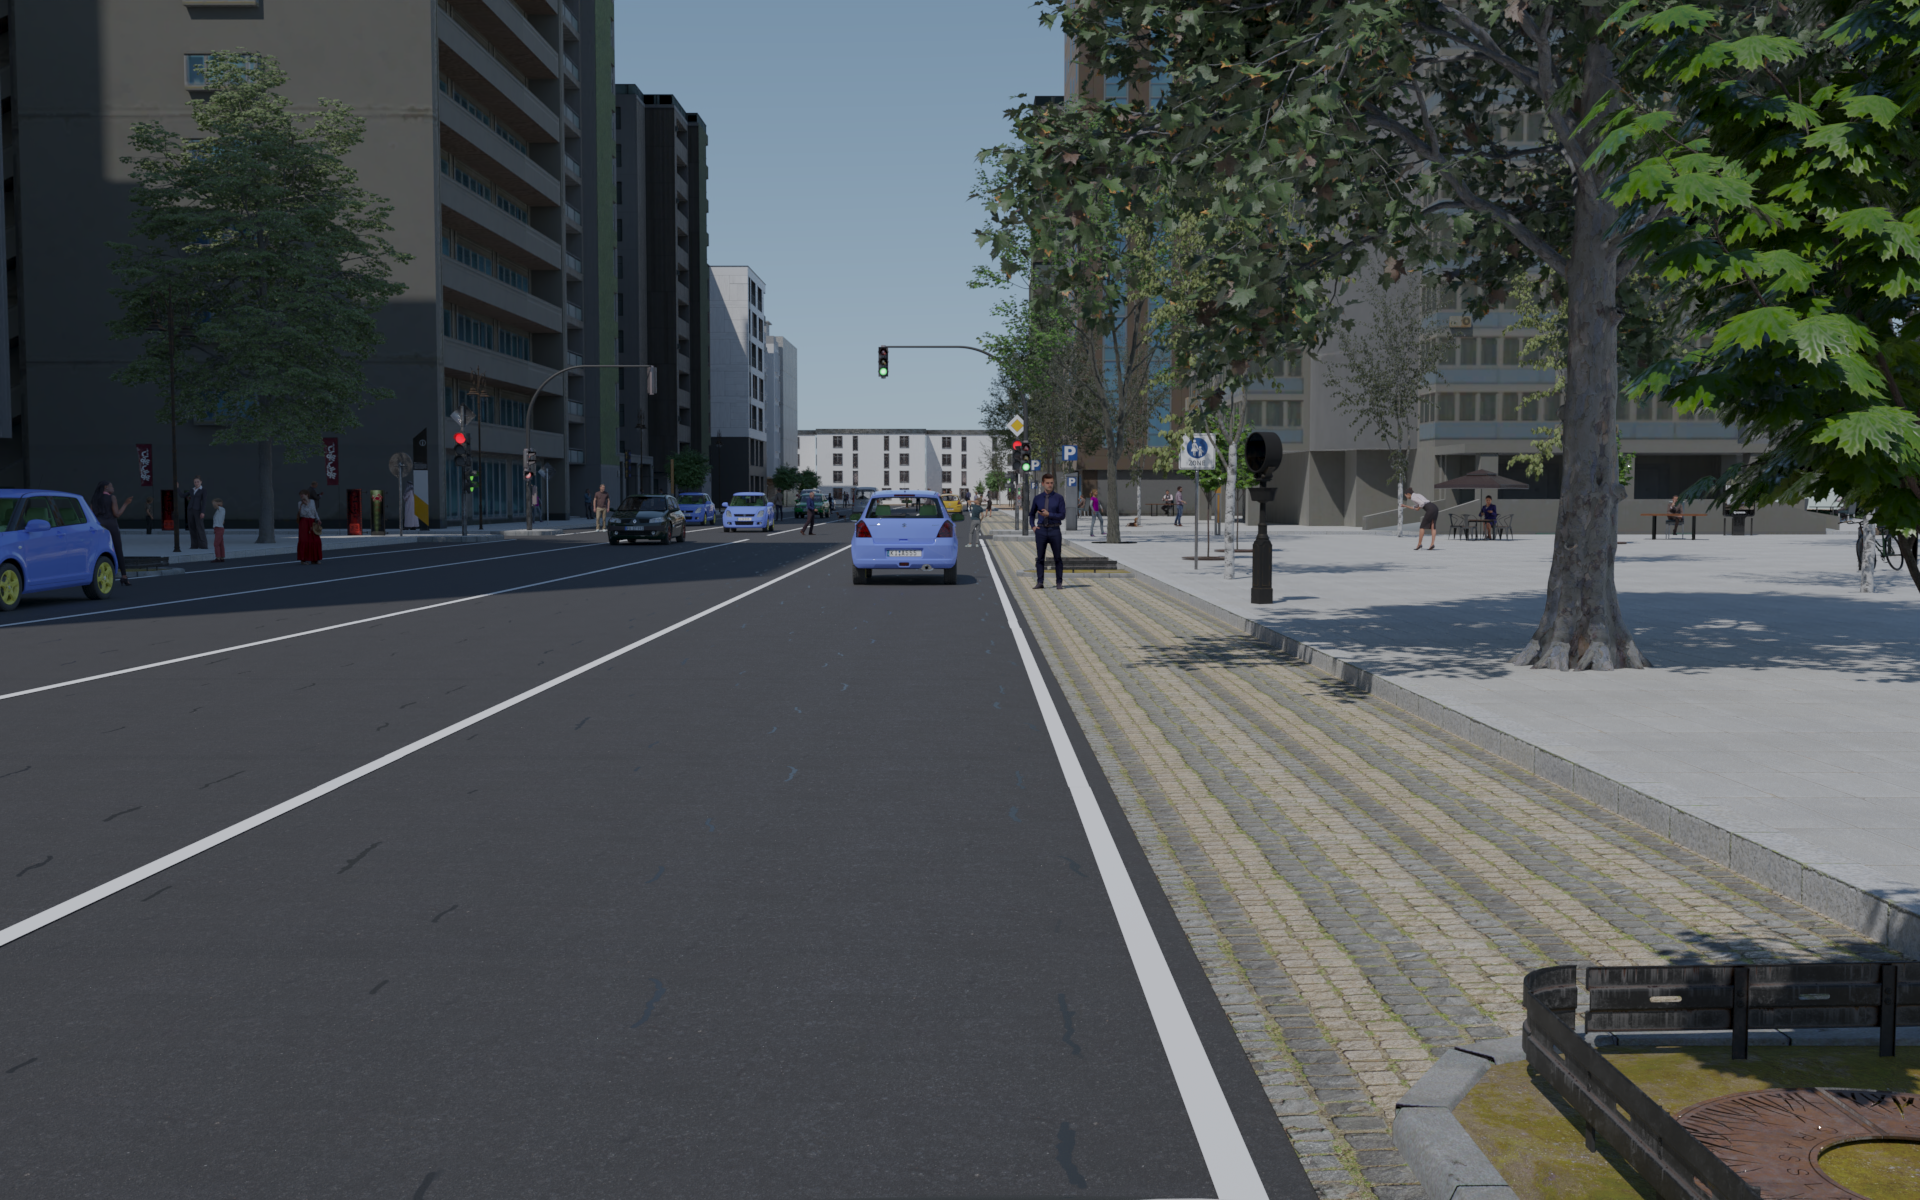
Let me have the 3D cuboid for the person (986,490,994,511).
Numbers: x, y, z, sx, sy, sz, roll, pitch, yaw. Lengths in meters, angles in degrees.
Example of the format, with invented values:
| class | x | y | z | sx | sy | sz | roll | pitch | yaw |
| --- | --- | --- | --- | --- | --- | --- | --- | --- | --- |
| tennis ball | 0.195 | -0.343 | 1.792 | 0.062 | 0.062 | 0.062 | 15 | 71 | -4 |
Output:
| class | x | y | z | sx | sy | sz | roll | pitch | yaw |
| --- | --- | --- | --- | --- | --- | --- | --- | --- | --- |
| person | 2.446 | -8.164 | 142.767 | 0.721 | 1.735 | 1.217 | 3 | 4 | 38 |

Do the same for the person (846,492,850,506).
| class | x | y | z | sx | sy | sz | roll | pitch | yaw |
| --- | --- | --- | --- | --- | --- | --- | --- | --- | --- |
| person | -13.649 | -12.238 | 209.515 | 0.530 | 1.710 | 0.541 | -3 | 5 | -41 |

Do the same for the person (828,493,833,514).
| class | x | y | z | sx | sy | sz | roll | pitch | yaw |
| --- | --- | --- | --- | --- | --- | --- | --- | --- | --- |
| person | -9.535 | -7.034 | 126.049 | 0.613 | 1.512 | 0.480 | 0 | 4 | 0 |

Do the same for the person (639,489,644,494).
| class | x | y | z | sx | sy | sz | roll | pitch | yaw |
| --- | --- | --- | --- | --- | --- | --- | --- | --- | --- |
| person | -17.868 | -5.464 | 97.345 | 0.963 | 1.587 | 0.435 | 3 | 5 | 42 |

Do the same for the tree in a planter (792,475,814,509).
| class | x | y | z | sx | sy | sz | roll | pitch | yaw |
| --- | --- | --- | --- | --- | --- | --- | --- | --- | --- |
| tree in a planter | -14.743 | -10.137 | 162.969 | 1.991 | 3.239 | 1.994 | 0 | 3 | 0 |

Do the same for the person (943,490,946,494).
| class | x | y | z | sx | sy | sz | roll | pitch | yaw |
| --- | --- | --- | --- | --- | --- | --- | --- | --- | --- |
| person | -1.218 | -7.648 | 134.246 | 0.504 | 1.737 | 0.576 | -2 | 4 | -26 |

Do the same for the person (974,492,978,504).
| class | x | y | z | sx | sy | sz | roll | pitch | yaw |
| --- | --- | --- | --- | --- | --- | --- | --- | --- | --- |
| person | 1.040 | -6.136 | 110.882 | 0.319 | 1.574 | 0.516 | -1 | 4 | -13 |

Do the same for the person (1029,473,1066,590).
| class | x | y | z | sx | sy | sz | roll | pitch | yaw |
| --- | --- | --- | --- | --- | --- | --- | --- | --- | --- |
| person | 1.295 | -1.020 | 25.878 | 0.576 | 1.737 | 0.504 | 1 | 4 | 9 |

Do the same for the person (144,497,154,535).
| class | x | y | z | sx | sy | sz | roll | pitch | yaw |
| --- | --- | --- | --- | --- | --- | --- | --- | --- | --- |
| person | -26.799 | -2.746 | 57.314 | 0.340 | 1.345 | 0.435 | -3 | 5 | -43 |

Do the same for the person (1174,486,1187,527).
| class | x | y | z | sx | sy | sz | roll | pitch | yaw |
| --- | --- | --- | --- | --- | --- | --- | --- | --- | --- |
| person | 8.625 | -3.661 | 67.861 | 0.435 | 1.587 | 0.963 | 0 | 4 | -8 |

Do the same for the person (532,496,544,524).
| class | x | y | z | sx | sy | sz | roll | pitch | yaw |
| --- | --- | --- | --- | --- | --- | --- | --- | --- | --- |
| person | -18.335 | -4.040 | 75.335 | 0.776 | 1.435 | 0.726 | 2 | 4 | 35 |

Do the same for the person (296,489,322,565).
| class | x | y | z | sx | sy | sz | roll | pitch | yaw |
| --- | --- | --- | --- | --- | --- | --- | --- | --- | --- |
| person | -13.260 | -1.485 | 35.255 | 0.387 | 1.526 | 0.523 | 3 | 5 | 41 |

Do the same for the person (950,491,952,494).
| class | x | y | z | sx | sy | sz | roll | pitch | yaw |
| --- | --- | --- | --- | --- | --- | --- | --- | --- | --- |
| person | -0.851 | -9.774 | 168.827 | 0.617 | 1.759 | 0.750 | 0 | 4 | 6 |

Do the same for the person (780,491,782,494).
| class | x | y | z | sx | sy | sz | roll | pitch | yaw |
| --- | --- | --- | --- | --- | --- | --- | --- | --- | --- |
| person | -18.682 | -10.551 | 179.372 | 0.721 | 1.723 | 1.217 | 0 | 4 | -6 |

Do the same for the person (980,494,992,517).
| class | x | y | z | sx | sy | sz | roll | pitch | yaw |
| --- | --- | --- | --- | --- | --- | --- | --- | --- | --- |
| person | 1.563 | -5.765 | 105.943 | 0.799 | 1.438 | 0.628 | -2 | 4 | -27 |

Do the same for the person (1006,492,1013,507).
| class | x | y | z | sx | sy | sz | roll | pitch | yaw |
| --- | --- | --- | --- | --- | --- | --- | --- | --- | --- |
| person | 5.120 | -10.251 | 174.370 | 1.217 | 1.735 | 0.721 | 1 | 4 | 19 |

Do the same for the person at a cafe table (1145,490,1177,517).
| class | x | y | z | sx | sy | sz | roll | pitch | yaw |
| --- | --- | --- | --- | --- | --- | --- | --- | --- | --- |
| person at a cafe table | 11.727 | -5.543 | 99.139 | 1.698 | 1.524 | 1.622 | 2 | 4 | 31 |

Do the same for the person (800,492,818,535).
| class | x | y | z | sx | sy | sz | roll | pitch | yaw |
| --- | --- | --- | --- | --- | --- | --- | --- | --- | --- |
| person | -5.192 | -3.015 | 60.494 | 0.600 | 1.496 | 0.574 | 3 | 4 | 36 |

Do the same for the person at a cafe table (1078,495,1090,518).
| class | x | y | z | sx | sy | sz | roll | pitch | yaw |
| --- | --- | --- | --- | --- | --- | --- | --- | --- | --- |
| person at a cafe table | 6.020 | -4.934 | 91.539 | 1.726 | 1.238 | 1.698 | 2 | 4 | 33 |

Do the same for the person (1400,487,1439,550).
| class | x | y | z | sx | sy | sz | roll | pitch | yaw |
| --- | --- | --- | --- | --- | --- | --- | --- | --- | --- |
| person | 10.495 | -1.853 | 39.530 | 0.799 | 1.438 | 0.628 | 0 | 4 | 4 |

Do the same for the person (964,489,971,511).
| class | x | y | z | sx | sy | sz | roll | pitch | yaw |
| --- | --- | --- | --- | --- | --- | --- | --- | --- | --- |
| person | 0.618 | -8.384 | 145.454 | 0.599 | 1.838 | 0.709 | 3 | 5 | 41 |

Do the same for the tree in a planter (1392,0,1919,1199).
| class | x | y | z | sx | sy | sz | roll | pitch | yaw |
| --- | --- | --- | --- | --- | --- | --- | --- | --- | --- |
| tree in a planter | 1.940 | -0.373 | 3.319 | 1.991 | 3.239 | 1.994 | 0 | 3 | 0 |

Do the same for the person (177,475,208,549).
| class | x | y | z | sx | sy | sz | roll | pitch | yaw |
| --- | --- | --- | --- | --- | --- | --- | --- | --- | --- |
| person | -17.893 | -2.045 | 40.281 | 0.742 | 1.727 | 0.445 | -1 | 4 | -20 |

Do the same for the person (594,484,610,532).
| class | x | y | z | sx | sy | sz | roll | pitch | yaw |
| --- | --- | --- | --- | --- | --- | --- | --- | --- | --- |
| person | -13.635 | -3.502 | 65.886 | 0.598 | 1.807 | 0.434 | 0 | 4 | -6 |

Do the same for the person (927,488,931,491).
| class | x | y | z | sx | sy | sz | roll | pitch | yaw |
| --- | --- | --- | --- | --- | --- | --- | --- | --- | --- |
| person | -1.632 | -4.725 | 86.561 | 0.742 | 1.727 | 0.445 | -3 | 5 | -40 |

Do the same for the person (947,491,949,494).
| class | x | y | z | sx | sy | sz | roll | pitch | yaw |
| --- | --- | --- | --- | --- | --- | --- | --- | --- | --- |
| person | -1.006 | -9.114 | 158.228 | 0.721 | 1.735 | 1.217 | -1 | 4 | -22 |

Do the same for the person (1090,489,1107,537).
| class | x | y | z | sx | sy | sz | roll | pitch | yaw |
| --- | --- | --- | --- | --- | --- | --- | --- | --- | --- |
| person | 4.213 | -2.625 | 52.205 | 0.776 | 1.435 | 0.726 | 2 | 4 | 32 |

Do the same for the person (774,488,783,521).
| class | x | y | z | sx | sy | sz | roll | pitch | yaw |
| --- | --- | --- | --- | --- | --- | --- | --- | --- | --- |
| person | -9.786 | -5.137 | 93.026 | 0.617 | 1.759 | 0.750 | -2 | 4 | -27 |

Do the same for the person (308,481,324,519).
| class | x | y | z | sx | sy | sz | roll | pitch | yaw |
| --- | --- | --- | --- | --- | --- | --- | --- | --- | --- |
| person | -23.067 | -3.376 | 61.929 | 0.565 | 1.739 | 0.600 | 2 | 4 | 35 |

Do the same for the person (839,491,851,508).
| class | x | y | z | sx | sy | sz | roll | pitch | yaw |
| --- | --- | --- | --- | --- | --- | --- | --- | --- | --- |
| person | -11.860 | -10.353 | 178.491 | 1.217 | 1.735 | 0.721 | -1 | 4 | -20 |

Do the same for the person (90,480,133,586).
| class | x | y | z | sx | sy | sz | roll | pitch | yaw |
| --- | --- | --- | --- | --- | --- | --- | --- | --- | --- |
| person | -13.220 | -1.042 | 27.008 | 0.593 | 1.643 | 0.415 | -3 | 4 | -38 |

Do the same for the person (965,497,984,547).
| class | x | y | z | sx | sy | sz | roll | pitch | yaw |
| --- | --- | --- | --- | --- | --- | --- | --- | --- | --- |
| person | 0.395 | -2.115 | 46.984 | 0.435 | 1.345 | 0.340 | -2 | 4 | -24 |

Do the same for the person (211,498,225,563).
| class | x | y | z | sx | sy | sz | roll | pitch | yaw |
| --- | --- | --- | --- | --- | --- | --- | --- | --- | --- |
| person | -15.616 | -1.468 | 36.406 | 0.340 | 1.345 | 0.435 | -2 | 4 | -31 |

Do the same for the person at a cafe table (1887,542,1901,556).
| class | x | y | z | sx | sy | sz | roll | pitch | yaw |
| --- | --- | --- | --- | --- | --- | --- | --- | --- | --- |
| person at a cafe table | 20.035 | -1.523 | 35.756 | 1.726 | 1.238 | 1.698 | -3 | 5 | -42 |

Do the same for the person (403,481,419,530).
| class | x | y | z | sx | sy | sz | roll | pitch | yaw |
| --- | --- | --- | --- | --- | --- | --- | --- | --- | --- |
| person | -19.479 | -3.339 | 61.301 | 0.621 | 1.740 | 0.551 | -1 | 4 | -9 |

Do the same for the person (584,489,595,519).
| class | x | y | z | sx | sy | sz | roll | pitch | yaw |
| --- | --- | --- | --- | --- | --- | --- | --- | --- | --- |
| person | -18.742 | -4.844 | 87.458 | 0.499 | 1.552 | 0.429 | -3 | 4 | -37 |

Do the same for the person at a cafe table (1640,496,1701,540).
| class | x | y | z | sx | sy | sz | roll | pitch | yaw |
| --- | --- | --- | --- | --- | --- | --- | --- | --- | --- |
| person at a cafe table | 20.189 | -2.327 | 48.906 | 1.698 | 1.238 | 1.726 | 2 | 4 | 25 |

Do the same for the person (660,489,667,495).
| class | x | y | z | sx | sy | sz | roll | pitch | yaw |
| --- | --- | --- | --- | --- | --- | --- | --- | --- | --- |
| person | -17.271 | -5.654 | 100.351 | 0.662 | 1.594 | 0.647 | 1 | 4 | 23 |

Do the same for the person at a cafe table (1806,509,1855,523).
| class | x | y | z | sx | sy | sz | roll | pitch | yaw |
| --- | --- | --- | --- | --- | --- | --- | --- | --- | --- |
| person at a cafe table | 39.416 | -4.234 | 77.746 | 1.698 | 1.524 | 1.622 | -2 | 4 | -24 |

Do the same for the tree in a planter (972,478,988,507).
| class | x | y | z | sx | sy | sz | roll | pitch | yaw |
| --- | --- | --- | --- | --- | --- | --- | --- | --- | --- |
| tree in a planter | 2.237 | -11.826 | 190.573 | 1.991 | 3.239 | 1.994 | 0 | 3 | 0 |
